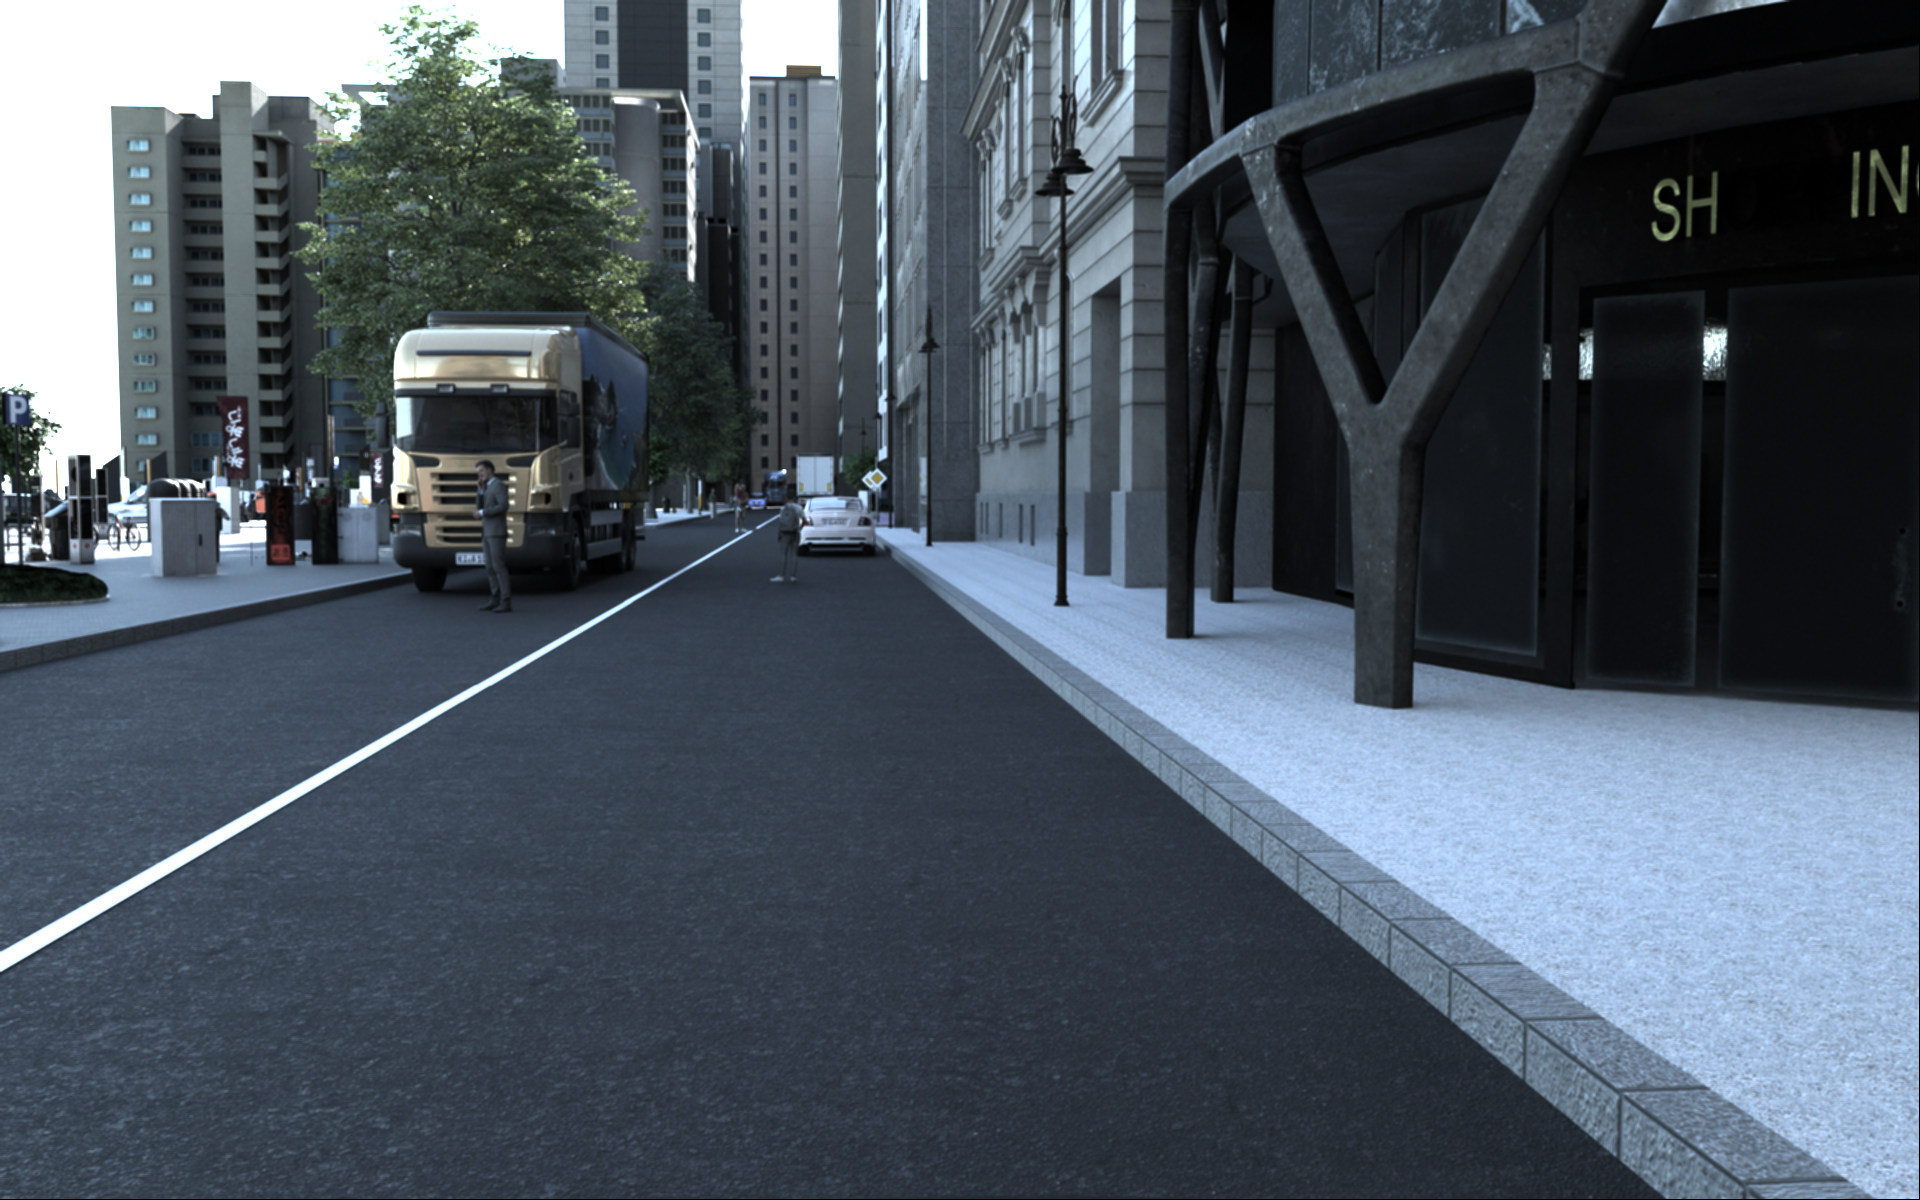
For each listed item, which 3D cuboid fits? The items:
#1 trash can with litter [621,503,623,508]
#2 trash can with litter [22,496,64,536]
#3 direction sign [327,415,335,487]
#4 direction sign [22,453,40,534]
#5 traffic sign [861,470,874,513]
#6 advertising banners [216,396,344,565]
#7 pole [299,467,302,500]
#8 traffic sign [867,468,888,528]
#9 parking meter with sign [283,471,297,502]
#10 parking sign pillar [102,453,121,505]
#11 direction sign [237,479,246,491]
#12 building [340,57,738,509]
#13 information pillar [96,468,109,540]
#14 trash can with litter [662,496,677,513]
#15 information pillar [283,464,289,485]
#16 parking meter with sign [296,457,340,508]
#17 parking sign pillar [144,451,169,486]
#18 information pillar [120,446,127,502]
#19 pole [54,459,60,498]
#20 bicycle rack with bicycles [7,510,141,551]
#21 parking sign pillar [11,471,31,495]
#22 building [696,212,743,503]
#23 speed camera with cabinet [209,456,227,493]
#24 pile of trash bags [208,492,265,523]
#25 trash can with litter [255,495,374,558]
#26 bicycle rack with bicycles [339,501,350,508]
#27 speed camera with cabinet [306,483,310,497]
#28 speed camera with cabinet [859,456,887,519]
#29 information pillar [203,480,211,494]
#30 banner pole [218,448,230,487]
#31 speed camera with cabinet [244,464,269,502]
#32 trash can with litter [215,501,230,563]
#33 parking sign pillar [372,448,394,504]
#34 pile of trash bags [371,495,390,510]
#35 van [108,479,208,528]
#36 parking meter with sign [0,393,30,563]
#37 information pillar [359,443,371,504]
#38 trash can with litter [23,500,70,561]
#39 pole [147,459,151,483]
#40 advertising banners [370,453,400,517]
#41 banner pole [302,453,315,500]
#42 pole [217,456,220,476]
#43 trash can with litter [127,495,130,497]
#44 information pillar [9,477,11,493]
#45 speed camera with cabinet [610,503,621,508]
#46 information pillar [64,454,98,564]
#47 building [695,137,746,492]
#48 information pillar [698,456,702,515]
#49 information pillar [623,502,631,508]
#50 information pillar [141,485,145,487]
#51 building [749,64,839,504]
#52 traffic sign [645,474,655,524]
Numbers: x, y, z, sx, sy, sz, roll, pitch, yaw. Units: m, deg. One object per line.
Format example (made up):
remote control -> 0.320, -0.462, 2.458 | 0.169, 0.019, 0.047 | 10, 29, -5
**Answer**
trash can with litter -> -23.342, -6.566, 118.409 | 1.678, 1.210, 2.233 | 2, 4, 25
trash can with litter -> -28.272, -2.594, 53.470 | 1.678, 1.210, 2.233 | 1, 4, 20
direction sign -> -18.156, -3.551, 50.052 | 0.379, 3.537, 0.876 | -1, 4, -9
direction sign -> -30.146, -3.905, 55.845 | 0.876, 3.537, 0.379 | -1, 4, -18
traffic sign -> -3.808, -4.293, 73.827 | 0.795, 2.450, 0.064 | 0, 4, -5
advertising banners -> -12.244, -2.142, 31.216 | 2.074, 3.025, 0.090 | -1, 4, -19
pole -> -50.027, -8.416, 131.438 | 0.158, 3.312, 0.155 | 0, 3, 0
traffic sign -> -3.147, -3.806, 65.869 | 0.795, 2.450, 0.064 | 0, 4, -5
parking meter with sign -> -49.794, -8.147, 129.466 | 0.543, 3.016, 1.738 | 1, 4, 13
parking sign pillar -> -53.845, -7.446, 110.218 | 1.447, 3.967, 1.447 | 0, 4, -3
direction sign -> -55.820, -8.723, 134.624 | 0.876, 3.537, 0.379 | 2, 4, 26
building -> -36.967, -28.550, 158.667 | 32.217, 40.220, 23.993 | 0, 4, -5
information pillar -> -24.147, -2.706, 48.731 | 0.304, 2.012, 0.304 | -2, 4, -32
trash can with litter -> -19.484, -6.423, 116.397 | 1.055, 1.170, 0.624 | -1, 4, -10
information pillar -> -52.688, -8.812, 135.432 | 0.504, 3.616, 0.183 | 2, 4, 31
parking meter with sign -> -29.842, -5.171, 80.802 | 1.738, 3.016, 0.543 | -3, 5, -45
parking sign pillar -> -49.862, -7.280, 107.503 | 1.447, 3.967, 1.447 | -1, 4, -8
information pillar -> -40.839, -5.703, 84.597 | 0.504, 3.616, 0.183 | 3, 5, 40
pole -> -52.378, -6.522, 100.479 | 0.158, 3.312, 0.155 | 0, 3, 0
bicycle rack with bicycles -> -20.228, -1.581, 39.228 | 2.852, 0.926, 2.925 | -3, 5, -44
parking sign pillar -> -71.211, -8.739, 131.358 | 1.447, 3.967, 1.447 | -1, 4, -21
building -> -29.862, -24.897, 178.769 | 14.160, 30.474, 14.107 | 0, 4, -5
speed camera with cabinet -> -38.071, -5.823, 89.545 | 0.660, 3.252, 2.038 | -3, 4, -36
pile of trash bags -> -34.595, -4.522, 83.680 | 3.447, 1.369, 1.912 | -3, 4, -36
trash can with litter -> -13.052, -1.482, 35.292 | 2.233, 1.210, 1.678 | 0, 4, -5
bicycle rack with bicycles -> -31.067, -4.372, 84.857 | 2.852, 0.926, 2.925 | -1, 4, -16
speed camera with cabinet -> -50.249, -8.583, 134.661 | 0.660, 3.252, 2.038 | 0, 4, -1
speed camera with cabinet -> -4.525, -5.864, 90.212 | 0.660, 3.252, 2.038 | 2, 4, 28
information pillar -> -39.685, -5.309, 91.292 | 0.304, 2.012, 0.304 | -3, 5, -44
banner pole -> -40.036, -6.371, 94.182 | 0.401, 3.779, 0.863 | 2, 4, 32
speed camera with cabinet -> -46.669, -7.367, 114.791 | 0.660, 3.252, 2.038 | 1, 4, 16
trash can with litter -> -13.996, -1.252, 31.862 | 0.624, 1.170, 1.055 | 1, 4, 14
parking sign pillar -> -32.306, -6.661, 97.382 | 1.447, 3.967, 1.447 | 0, 4, -3
pile of trash bags -> -30.384, -4.946, 90.623 | 3.447, 1.369, 1.912 | 3, 4, 36
van -> -31.615, -3.716, 67.764 | 4.112, 2.044, 2.013 | 0, 4, -6
parking meter with sign -> -17.234, -2.089, 30.420 | 1.738, 3.016, 0.543 | 1, 4, 14
information pillar -> -27.233, -5.381, 79.340 | 0.504, 3.616, 0.183 | -1, 4, -14
trash can with litter -> -17.520, -1.347, 33.408 | 0.624, 1.170, 1.055 | 3, 4, 38
pole -> -47.360, -6.568, 101.224 | 0.158, 3.312, 0.155 | 0, 3, 0
advertising banners -> -23.944, -4.729, 73.510 | 2.074, 3.025, 0.090 | 0, 4, -3
banner pole -> -39.398, -7.012, 104.666 | 0.863, 3.779, 0.401 | 0, 4, -6
pole -> -40.052, -6.099, 93.567 | 0.158, 3.312, 0.155 | 0, 3, 0
trash can with litter -> -63.544, -7.419, 132.359 | 2.233, 1.210, 1.678 | 3, 5, 39
information pillar -> -74.056, -8.794, 135.139 | 0.504, 3.616, 0.183 | 2, 4, 33
speed camera with cabinet -> -25.824, -8.307, 130.155 | 0.660, 3.252, 2.038 | 2, 4, 29
information pillar -> -16.107, -1.666, 31.729 | 0.304, 2.012, 0.304 | 2, 4, 27
building -> -31.341, -31.132, 192.599 | 14.154, 41.232, 14.086 | 0, 4, -5
information pillar -> -15.895, -7.004, 105.877 | 0.183, 3.616, 0.504 | -1, 4, -19
information pillar -> -14.727, -5.212, 76.575 | 0.183, 3.616, 0.504 | 2, 4, 23
information pillar -> -65.493, -8.226, 138.981 | 0.304, 2.012, 0.304 | 2, 4, 33
building -> -30.988, -42.708, 240.273 | 28.212, 58.520, 21.231 | 0, 4, -5
traffic sign -> -13.271, -4.246, 73.064 | 0.795, 2.450, 0.064 | 0, 4, -5
